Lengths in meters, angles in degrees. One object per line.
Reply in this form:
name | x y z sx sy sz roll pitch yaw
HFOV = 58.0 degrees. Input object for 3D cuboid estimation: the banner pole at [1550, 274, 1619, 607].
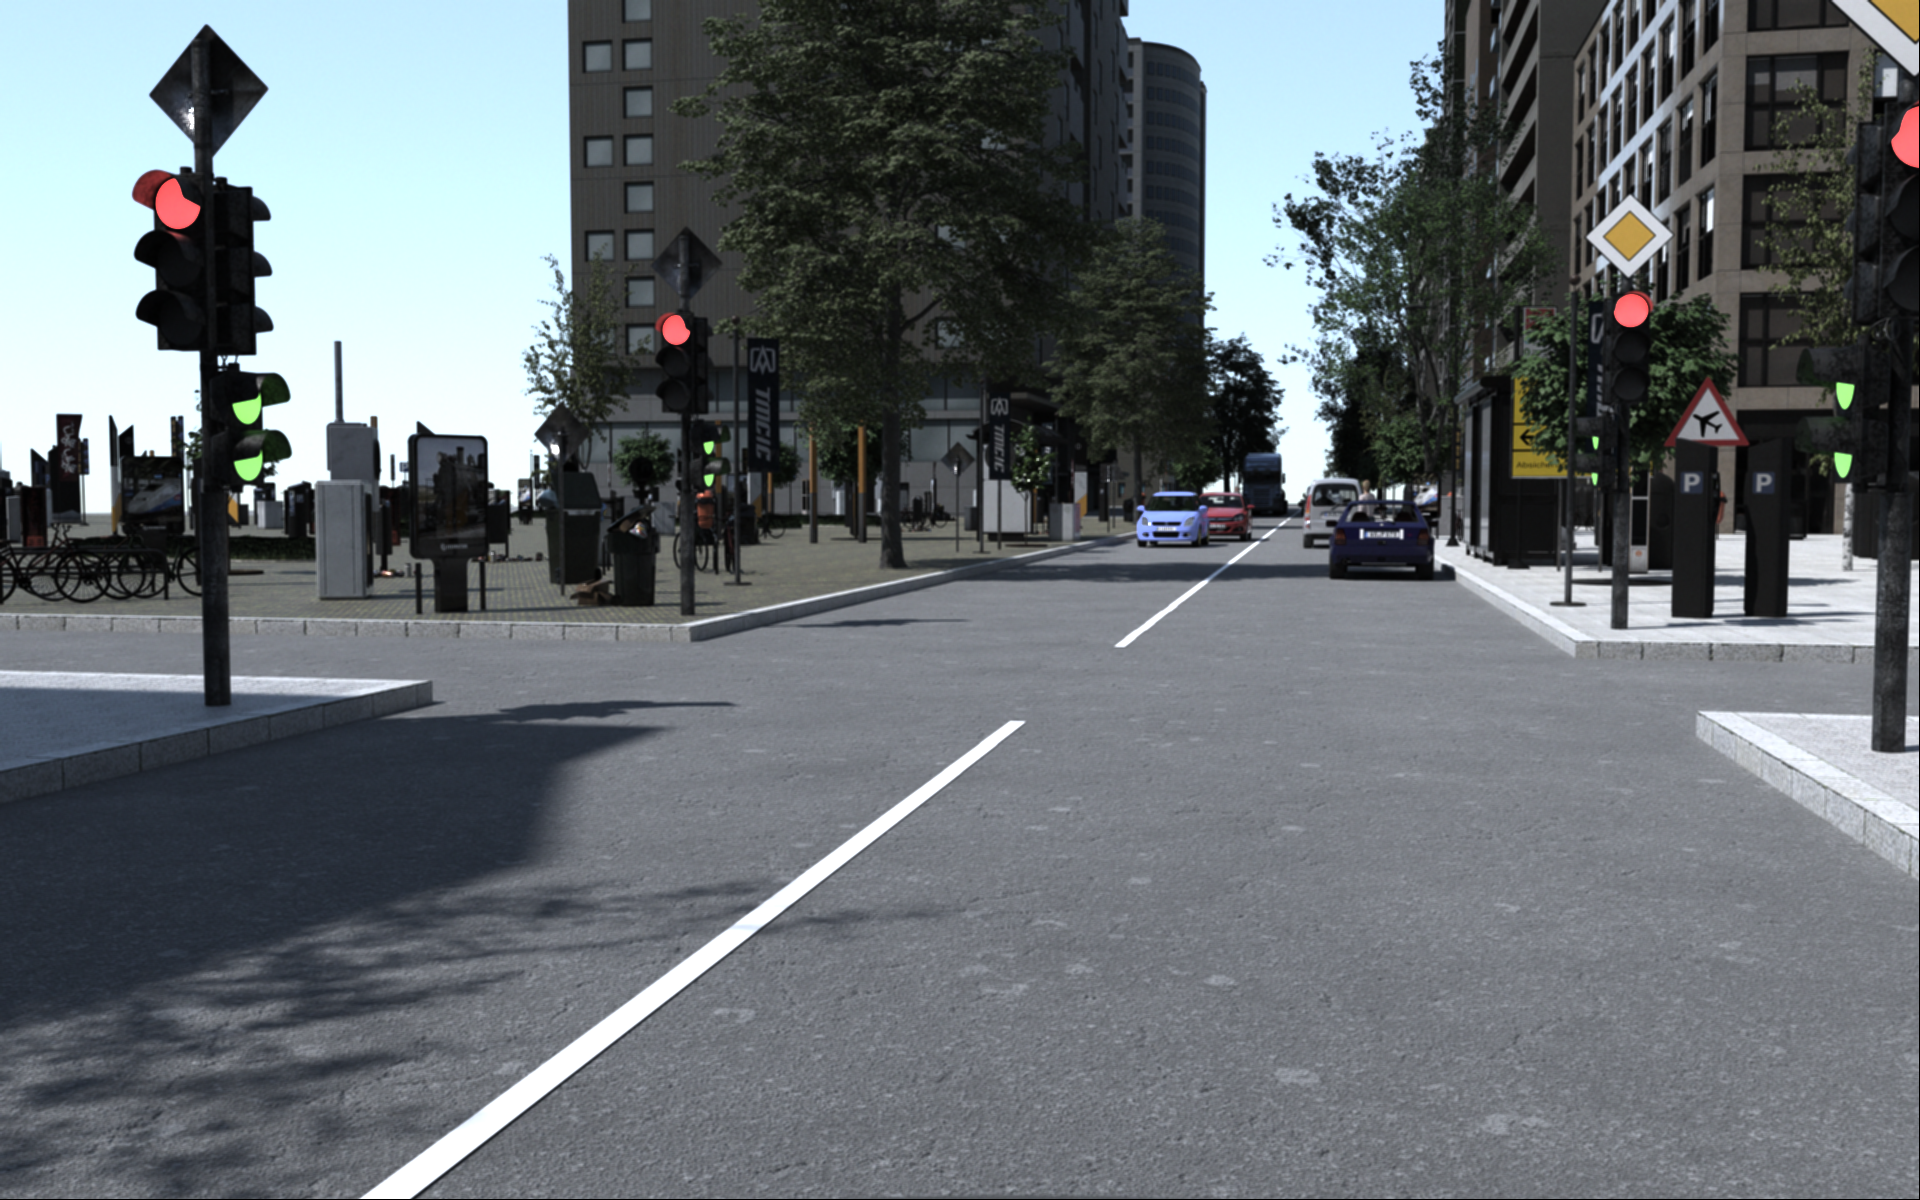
banner pole | 7.232 -1.824 19.837 0.863 3.779 0.401 0 4 -2

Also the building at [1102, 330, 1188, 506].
building | 11.557 -21.736 200.426 27.650 21.520 28.899 1 4 12

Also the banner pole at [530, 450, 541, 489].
banner pole | -23.950 -6.576 97.542 0.401 3.779 0.863 2 4 34

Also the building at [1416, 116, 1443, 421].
building | 68.608 -36.261 216.563 21.300 48.544 21.600 1 4 12

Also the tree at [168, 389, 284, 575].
tree | -11.641 -2.014 27.535 1.663 3.219 1.824 0 3 0

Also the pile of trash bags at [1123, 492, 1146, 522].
pile of trash bags | 8.503 -4.319 80.361 1.912 1.369 3.447 0 3 0

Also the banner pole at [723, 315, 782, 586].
banner pole | -2.927 -2.106 24.453 0.863 3.779 0.401 -1 4 -21

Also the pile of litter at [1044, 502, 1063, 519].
pile of litter | 5.179 -4.573 88.741 1.719 0.858 1.176 2 4 32

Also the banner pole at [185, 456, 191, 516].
banner pole | -45.742 -6.894 102.736 0.401 3.779 0.863 -3 5 -42

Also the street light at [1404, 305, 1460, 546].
street light | 11.588 -4.281 42.527 1.470 5.913 1.316 1 4 12

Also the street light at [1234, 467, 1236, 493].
street light | 22.936 -10.298 140.912 1.470 5.913 1.316 1 4 12

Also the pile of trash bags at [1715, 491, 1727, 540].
pile of trash bags | 20.077 -2.423 49.365 3.447 1.369 1.912 3 5 44

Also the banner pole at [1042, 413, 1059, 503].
banner pole | 2.812 -3.877 53.398 0.401 3.779 0.863 -3 5 -44

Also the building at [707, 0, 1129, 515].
building | -1.316 -33.497 136.914 28.713 52.752 27.495 1 4 12

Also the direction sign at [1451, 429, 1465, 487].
direction sign | 17.415 -4.159 59.995 0.876 3.537 0.379 3 5 40

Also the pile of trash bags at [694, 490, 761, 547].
pile of trash bags | -6.064 -2.054 43.340 1.912 1.369 3.447 0 4 2

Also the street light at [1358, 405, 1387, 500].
street light | 21.528 -7.180 89.938 1.470 5.913 1.316 1 4 12

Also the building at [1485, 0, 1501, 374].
building | 49.742 -30.775 122.787 23.786 49.044 30.456 1 4 12

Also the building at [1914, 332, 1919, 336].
building | 40.789 -15.238 25.555 44.131 29.872 17.030 1 4 12

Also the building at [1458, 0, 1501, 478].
building | 49.991 -30.322 145.868 14.600 45.320 14.200 1 4 12

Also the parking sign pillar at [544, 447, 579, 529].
parking sign pillar | -14.567 -4.598 63.644 1.447 3.967 1.447 3 5 39

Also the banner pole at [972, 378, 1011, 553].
banner pole | 0.698 -2.907 37.552 0.863 3.779 0.401 0 4 -1

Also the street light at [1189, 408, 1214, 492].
street light | 12.930 -7.384 93.263 1.470 5.913 1.316 1 4 12

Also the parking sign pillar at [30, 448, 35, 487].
parking sign pillar | -54.389 -6.987 102.706 1.447 3.967 1.447 1 4 17

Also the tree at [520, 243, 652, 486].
tree | -11.195 -6.179 51.384 4.737 8.622 4.395 0 3 0

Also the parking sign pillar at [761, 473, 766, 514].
parking sign pillar | -9.461 -5.712 81.865 1.447 3.967 1.447 0 4 1

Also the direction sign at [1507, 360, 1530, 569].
direction sign | 9.594 -2.303 29.645 0.379 3.537 0.876 2 4 29

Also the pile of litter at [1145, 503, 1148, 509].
pile of litter | 9.070 -4.429 86.381 1.176 0.858 1.719 1 4 20

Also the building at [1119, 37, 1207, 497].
building | 20.524 -41.868 226.545 21.231 58.520 28.212 1 4 12

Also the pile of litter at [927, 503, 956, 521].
pile of litter | -0.937 -4.196 82.566 1.719 0.858 1.176 2 4 32

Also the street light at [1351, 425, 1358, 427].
street light | 27.143 -8.847 117.190 1.470 5.913 1.316 1 4 12

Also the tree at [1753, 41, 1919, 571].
tree | 15.046 -4.791 28.701 4.737 8.622 4.395 0 3 0

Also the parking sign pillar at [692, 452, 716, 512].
parking sign pillar | -11.967 -5.712 81.858 1.447 3.967 1.447 -2 4 -32

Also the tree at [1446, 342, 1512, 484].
tree | 25.885 -8.206 84.530 4.737 8.622 4.395 0 3 0

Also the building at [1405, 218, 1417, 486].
building | 67.851 -33.733 235.136 14.154 41.232 14.086 1 4 12

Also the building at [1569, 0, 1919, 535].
building | 36.909 -16.198 69.357 19.350 26.468 34.151 1 4 12

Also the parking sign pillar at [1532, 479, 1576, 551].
parking sign pillar | 13.378 -3.129 39.625 1.447 3.967 1.447 0 4 2

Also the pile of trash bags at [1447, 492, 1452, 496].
pile of trash bags | 23.329 -4.130 77.282 3.447 1.369 1.912 -1 4 -11

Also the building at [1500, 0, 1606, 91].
building | 42.560 -28.994 97.758 21.300 48.544 21.600 1 4 12

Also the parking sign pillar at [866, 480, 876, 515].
parking sign pillar | -4.051 -5.421 77.107 1.447 3.967 1.447 0 4 -7

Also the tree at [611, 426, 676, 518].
tree | -15.206 -6.104 83.520 4.285 4.588 4.351 0 3 0

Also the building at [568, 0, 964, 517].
building | -6.904 -31.853 110.043 28.713 52.752 27.495 1 4 12

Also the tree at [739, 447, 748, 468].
tree | -9.904 -6.554 90.874 4.285 4.588 4.351 0 3 0

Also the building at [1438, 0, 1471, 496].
building | 63.298 -46.312 195.458 20.563 71.187 20.611 1 4 12

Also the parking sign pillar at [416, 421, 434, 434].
parking sign pillar | -19.427 -4.591 63.541 1.447 3.967 1.447 1 4 22

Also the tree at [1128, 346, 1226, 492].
tree | 10.283 -8.372 87.242 4.360 8.622 3.978 0 3 0

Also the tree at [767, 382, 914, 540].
tree | -3.021 -3.975 48.699 4.285 4.588 4.351 0 3 0

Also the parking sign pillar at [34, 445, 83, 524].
parking sign pillar | -38.844 -5.290 74.971 1.447 3.967 1.447 2 4 35
